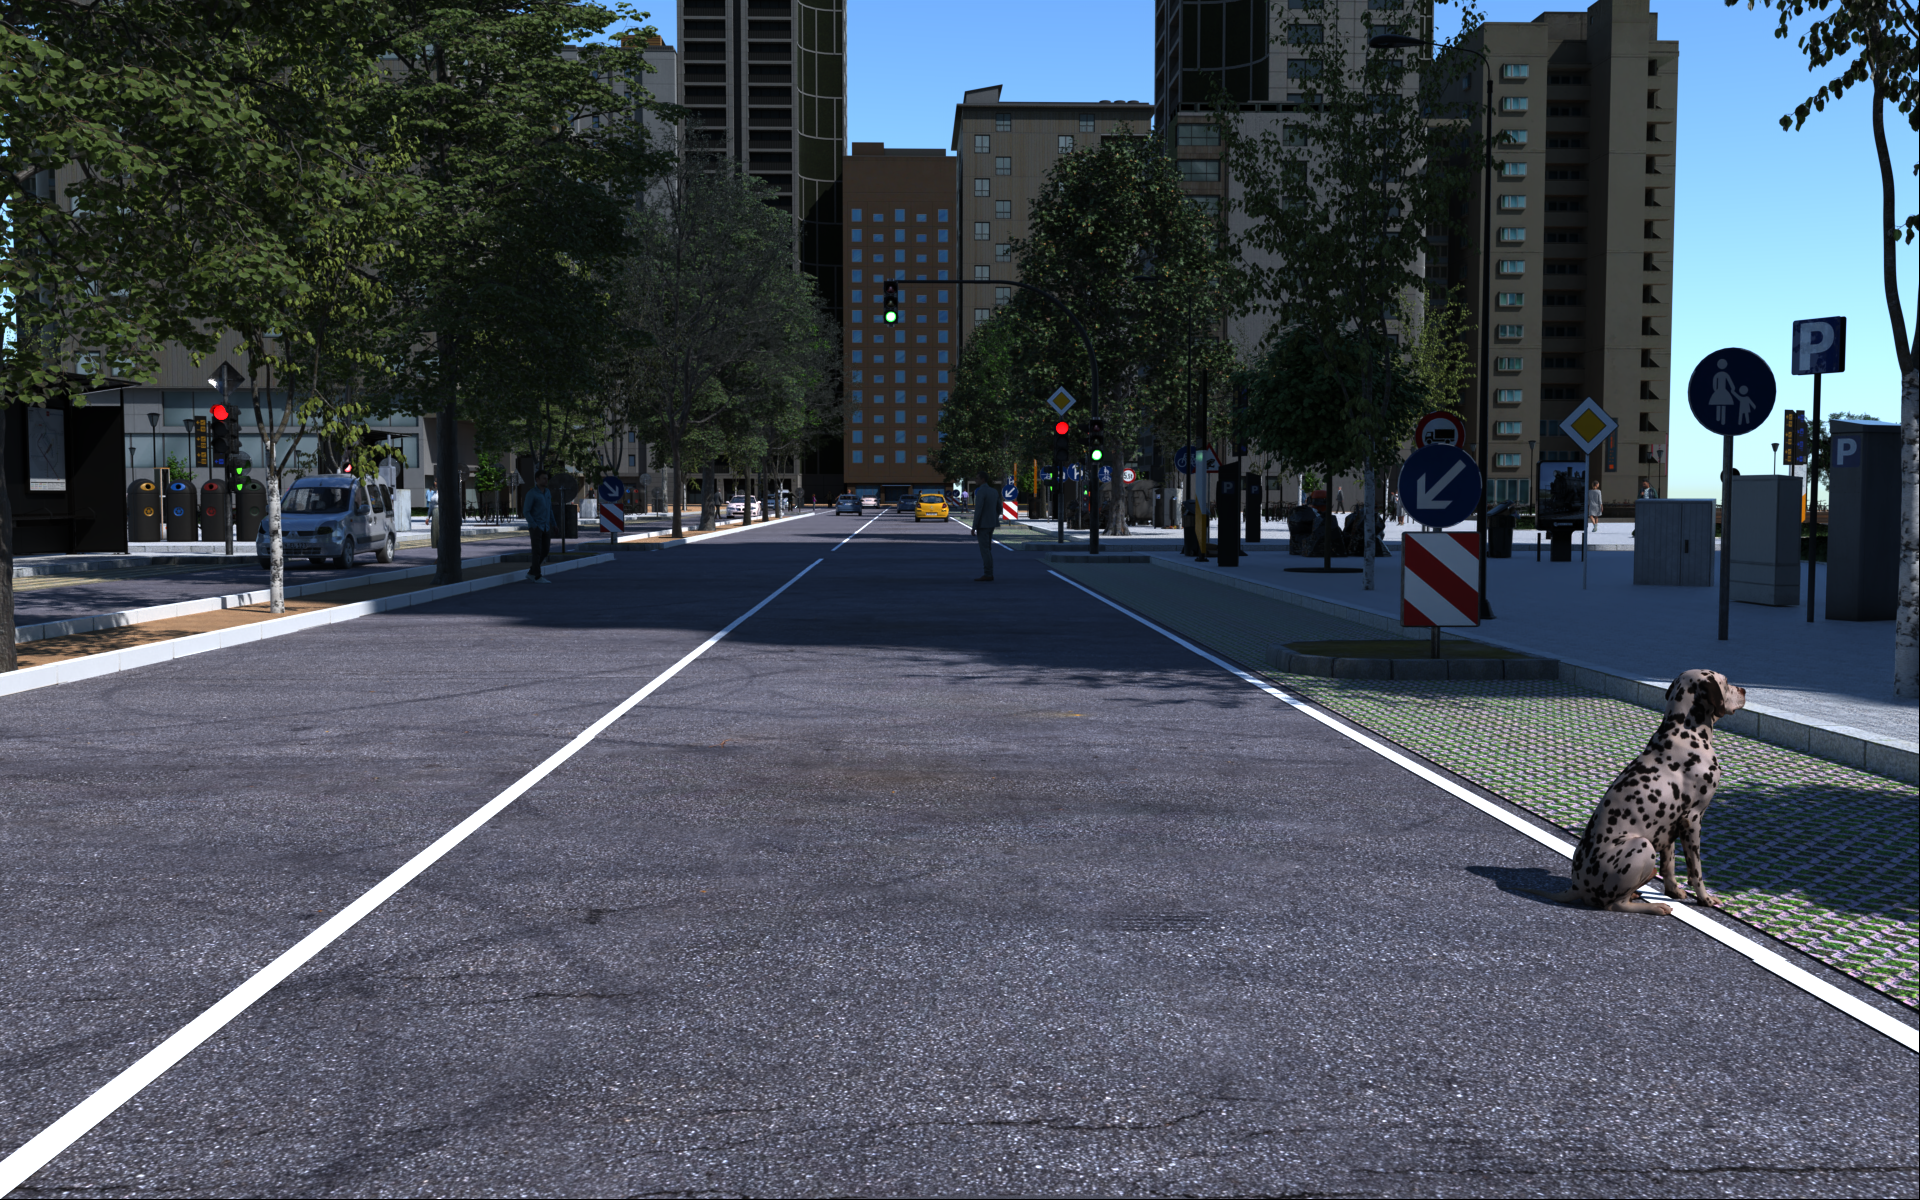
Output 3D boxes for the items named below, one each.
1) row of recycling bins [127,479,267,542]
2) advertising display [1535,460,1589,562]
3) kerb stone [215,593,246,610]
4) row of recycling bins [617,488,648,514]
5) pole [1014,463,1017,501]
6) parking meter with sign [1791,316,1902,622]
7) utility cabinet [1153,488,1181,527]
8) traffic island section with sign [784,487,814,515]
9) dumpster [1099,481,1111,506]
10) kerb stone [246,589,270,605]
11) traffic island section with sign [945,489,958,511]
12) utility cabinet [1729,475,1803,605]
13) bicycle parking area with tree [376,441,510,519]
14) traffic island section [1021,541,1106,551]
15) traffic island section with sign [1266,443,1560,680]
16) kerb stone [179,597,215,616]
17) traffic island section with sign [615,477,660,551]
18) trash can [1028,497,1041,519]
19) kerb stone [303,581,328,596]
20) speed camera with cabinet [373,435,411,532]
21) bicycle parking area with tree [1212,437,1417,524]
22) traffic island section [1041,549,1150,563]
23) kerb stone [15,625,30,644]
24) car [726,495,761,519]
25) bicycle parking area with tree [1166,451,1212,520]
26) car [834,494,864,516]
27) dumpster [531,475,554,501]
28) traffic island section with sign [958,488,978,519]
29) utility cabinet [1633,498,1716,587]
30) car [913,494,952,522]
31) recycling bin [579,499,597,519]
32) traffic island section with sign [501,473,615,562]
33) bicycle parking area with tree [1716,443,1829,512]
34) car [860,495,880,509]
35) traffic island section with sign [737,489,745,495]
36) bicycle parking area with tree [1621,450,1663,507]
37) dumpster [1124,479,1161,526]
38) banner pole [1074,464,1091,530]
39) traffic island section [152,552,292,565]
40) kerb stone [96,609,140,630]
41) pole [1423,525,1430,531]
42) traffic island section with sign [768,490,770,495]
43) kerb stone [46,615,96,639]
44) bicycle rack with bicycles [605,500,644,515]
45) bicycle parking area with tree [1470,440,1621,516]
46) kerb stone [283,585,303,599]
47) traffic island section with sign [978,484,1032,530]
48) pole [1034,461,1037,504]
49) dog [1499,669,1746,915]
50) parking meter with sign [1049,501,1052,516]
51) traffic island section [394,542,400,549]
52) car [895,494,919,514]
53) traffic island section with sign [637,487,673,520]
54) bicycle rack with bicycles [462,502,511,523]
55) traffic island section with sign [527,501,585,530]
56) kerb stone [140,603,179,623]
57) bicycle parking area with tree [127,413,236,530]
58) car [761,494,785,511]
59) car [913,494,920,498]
[{"bbox_3d":[-20.531,-2.418,46.641,3.534,1.692,1.069,-1,4,-12],"label":"row of recycling bins"},{"bbox_3d":[11.429,-1.693,32.892,0.974,1.923,0.123,0,4,0],"label":"advertising display"},{"bbox_3d":[-9.197,0.034,21.632,0.120,0.150,1.000,0,4,-2],"label":"kerb stone"},{"bbox_3d":[-21.792,-6.521,113.725,1.069,1.692,3.534,2,4,25],"label":"row of recycling bins"},{"bbox_3d":[3.655,-7.380,114.507,0.158,3.312,0.155,0,3,0],"label":"pole"},{"bbox_3d":[9.266,-1.306,17.612,1.738,3.016,0.543,-2,4,-25],"label":"parking meter with sign"},{"bbox_3d":[8.032,-3.579,67.192,0.318,1.500,1.173,-3,5,-45],"label":"utility cabinet"},{"bbox_3d":[-11.106,-6.813,119.522,2.006,1.907,1.989,0,4,-2],"label":"traffic island section with sign"},{"bbox_3d":[6.659,-4.211,74.601,1.264,1.857,1.865,0,4,-2],"label":"dumpster"},{"bbox_3d":[-9.224,-0.029,22.665,0.120,0.150,1.000,0,4,-2],"label":"kerb stone"},{"bbox_3d":[-0.455,-8.486,147.377,1.989,1.847,2.006,0,4,-2],"label":"traffic island section with sign"},{"bbox_3d":[9.378,-0.705,20.200,0.318,1.500,1.173,0,4,-2],"label":"utility cabinet"},{"bbox_3d":[-27.744,-6.325,90.412,8.231,4.147,9.016,0,4,7],"label":"bicycle parking area with tree"},{"bbox_3d":[2.647,-1.396,45.104,2.009,0.180,2.903,0,4,-2],"label":"traffic island section"},{"bbox_3d":[3.590,-0.341,14.198,1.989,1.847,2.006,0,4,-2],"label":"traffic island section with sign"},{"bbox_3d":[-9.163,0.097,20.608,0.120,0.150,1.000,0,4,-2],"label":"kerb stone"},{"bbox_3d":[-8.822,-2.219,44.418,2.006,1.907,1.989,0,4,-2],"label":"traffic island section with sign"},{"bbox_3d":[3.776,-4.663,87.899,0.748,1.137,0.748,0,3,0],"label":"trash can"},{"bbox_3d":[-9.281,-0.152,24.720,0.120,0.150,1.000,0,4,-2],"label":"kerb stone"},{"bbox_3d":[-19.187,-3.924,58.487,0.660,3.252,2.038,0,4,2],"label":"speed camera with cabinet"},{"bbox_3d":[16.557,-5.581,78.254,8.231,4.147,9.016,1,4,20],"label":"bicycle parking area with tree"},{"bbox_3d":[2.889,-0.908,37.122,2.009,0.180,2.903,0,4,-2],"label":"traffic island section"},{"bbox_3d":[-9.049,0.348,16.504,0.120,0.150,1.000,0,4,-2],"label":"kerb stone"},{"bbox_3d":[-12.851,-5.543,102.995,2.083,1.381,4.827,0,4,-4],"label":"car"},{"bbox_3d":[13.617,-6.131,87.246,8.231,4.147,9.016,1,4,12],"label":"bicycle parking area with tree"},{"bbox_3d":[-7.397,-6.324,115.396,2.014,1.417,4.499,0,4,-3],"label":"car"},{"bbox_3d":[-20.682,-5.176,87.119,1.502,2.255,1.985,0,4,-2],"label":"dumpster"},{"bbox_3d":[1.026,-5.505,98.638,1.989,1.847,2.006,0,4,-2],"label":"traffic island section with sign"},{"bbox_3d":[10.039,-0.806,24.342,1.020,1.237,0.306,2,4,34],"label":"utility cabinet"},{"bbox_3d":[-1.431,-4.805,88.785,2.015,1.641,3.980,0,3,0],"label":"car"},{"bbox_3d":[-19.537,-4.797,90.988,0.722,1.027,0.722,1,4,9],"label":"recycling bin"},{"bbox_3d":[-8.607,-1.766,37.014,2.006,1.907,1.989,0,4,-2],"label":"traffic island section with sign"},{"bbox_3d":[48.923,-7.220,105.044,8.231,4.147,9.016,0,4,4],"label":"bicycle parking area with tree"},{"bbox_3d":[-8.740,-9.494,167.581,2.083,1.381,4.827,0,4,0],"label":"car"},{"bbox_3d":[-18.436,-8.419,146.278,1.989,1.847,2.006,0,4,-2],"label":"traffic island section with sign"},{"bbox_3d":[46.249,-7.880,115.841,9.016,4.147,8.231,2,4,28],"label":"bicycle parking area with tree"},{"bbox_3d":[7.366,-3.886,69.287,1.264,1.857,1.865,0,4,-2],"label":"dumpster"},{"bbox_3d":[4.404,-4.373,61.519,0.401,3.779,0.863,-2,4,-34],"label":"banner pole"},{"bbox_3d":[-15.444,-0.874,36.574,2.009,0.180,2.903,0,4,-2],"label":"traffic island section"},{"bbox_3d":[-9.100,0.225,18.551,0.120,0.150,1.000,0,4,-2],"label":"kerb stone"},{"bbox_3d":[13.286,-3.391,49.279,0.158,3.312,0.155,0,3,0],"label":"pole"},{"bbox_3d":[-19.282,-10.090,173.599,1.989,1.847,2.006,0,4,-2],"label":"traffic island section with sign"},{"bbox_3d":[-9.071,0.288,17.525,0.120,0.150,1.000,0,4,-2],"label":"kerb stone"},{"bbox_3d":[-20.669,-5.605,105.017,2.925,0.926,2.852,-1,4,-14],"label":"bicycle rack with bicycles"},{"bbox_3d":[29.918,-6.621,95.254,9.016,4.147,8.231,0,4,-6],"label":"bicycle parking area with tree"},{"bbox_3d":[-9.263,-0.091,23.691,0.120,0.150,1.000,0,4,-2],"label":"kerb stone"},{"bbox_3d":[1.885,-3.782,70.469,1.989,1.847,2.006,0,4,-2],"label":"traffic island section with sign"},{"bbox_3d":[4.113,-6.162,94.587,0.158,3.312,0.155,0,3,0],"label":"pole"},{"bbox_3d":[2.314,0.655,6.121,0.800,0.831,0.513,2,4,28],"label":"dog"},{"bbox_3d":[6.011,-6.384,100.631,1.738,3.016,0.543,0,4,4],"label":"parking meter with sign"},{"bbox_3d":[-15.686,-1.362,44.555,2.009,0.180,2.903,0,4,-2],"label":"traffic island section"},{"bbox_3d":[-3.754,-7.061,127.443,2.014,1.417,4.499,0,4,-2],"label":"car"},{"bbox_3d":[-16.951,-5.403,96.959,1.989,1.847,2.006,0,4,-2],"label":"traffic island section with sign"},{"bbox_3d":[-21.423,-3.906,77.245,2.852,0.926,2.925,-2,4,-25],"label":"bicycle rack with bicycles"},{"bbox_3d":[-16.111,-3.709,69.274,1.989,1.847,2.006,0,4,-2],"label":"traffic island section with sign"},{"bbox_3d":[-9.135,0.160,19.585,0.120,0.150,1.000,0,4,-2],"label":"kerb stone"},{"bbox_3d":[-29.182,-4.704,63.911,9.016,4.147,8.231,0,4,2],"label":"bicycle parking area with tree"},{"bbox_3d":[-16.251,-8.470,150.480,2.014,1.417,4.499,0,4,-1],"label":"car"},{"bbox_3d":[-4.339,-9.871,171.183,2.009,1.686,4.222,0,4,0],"label":"car"}]
